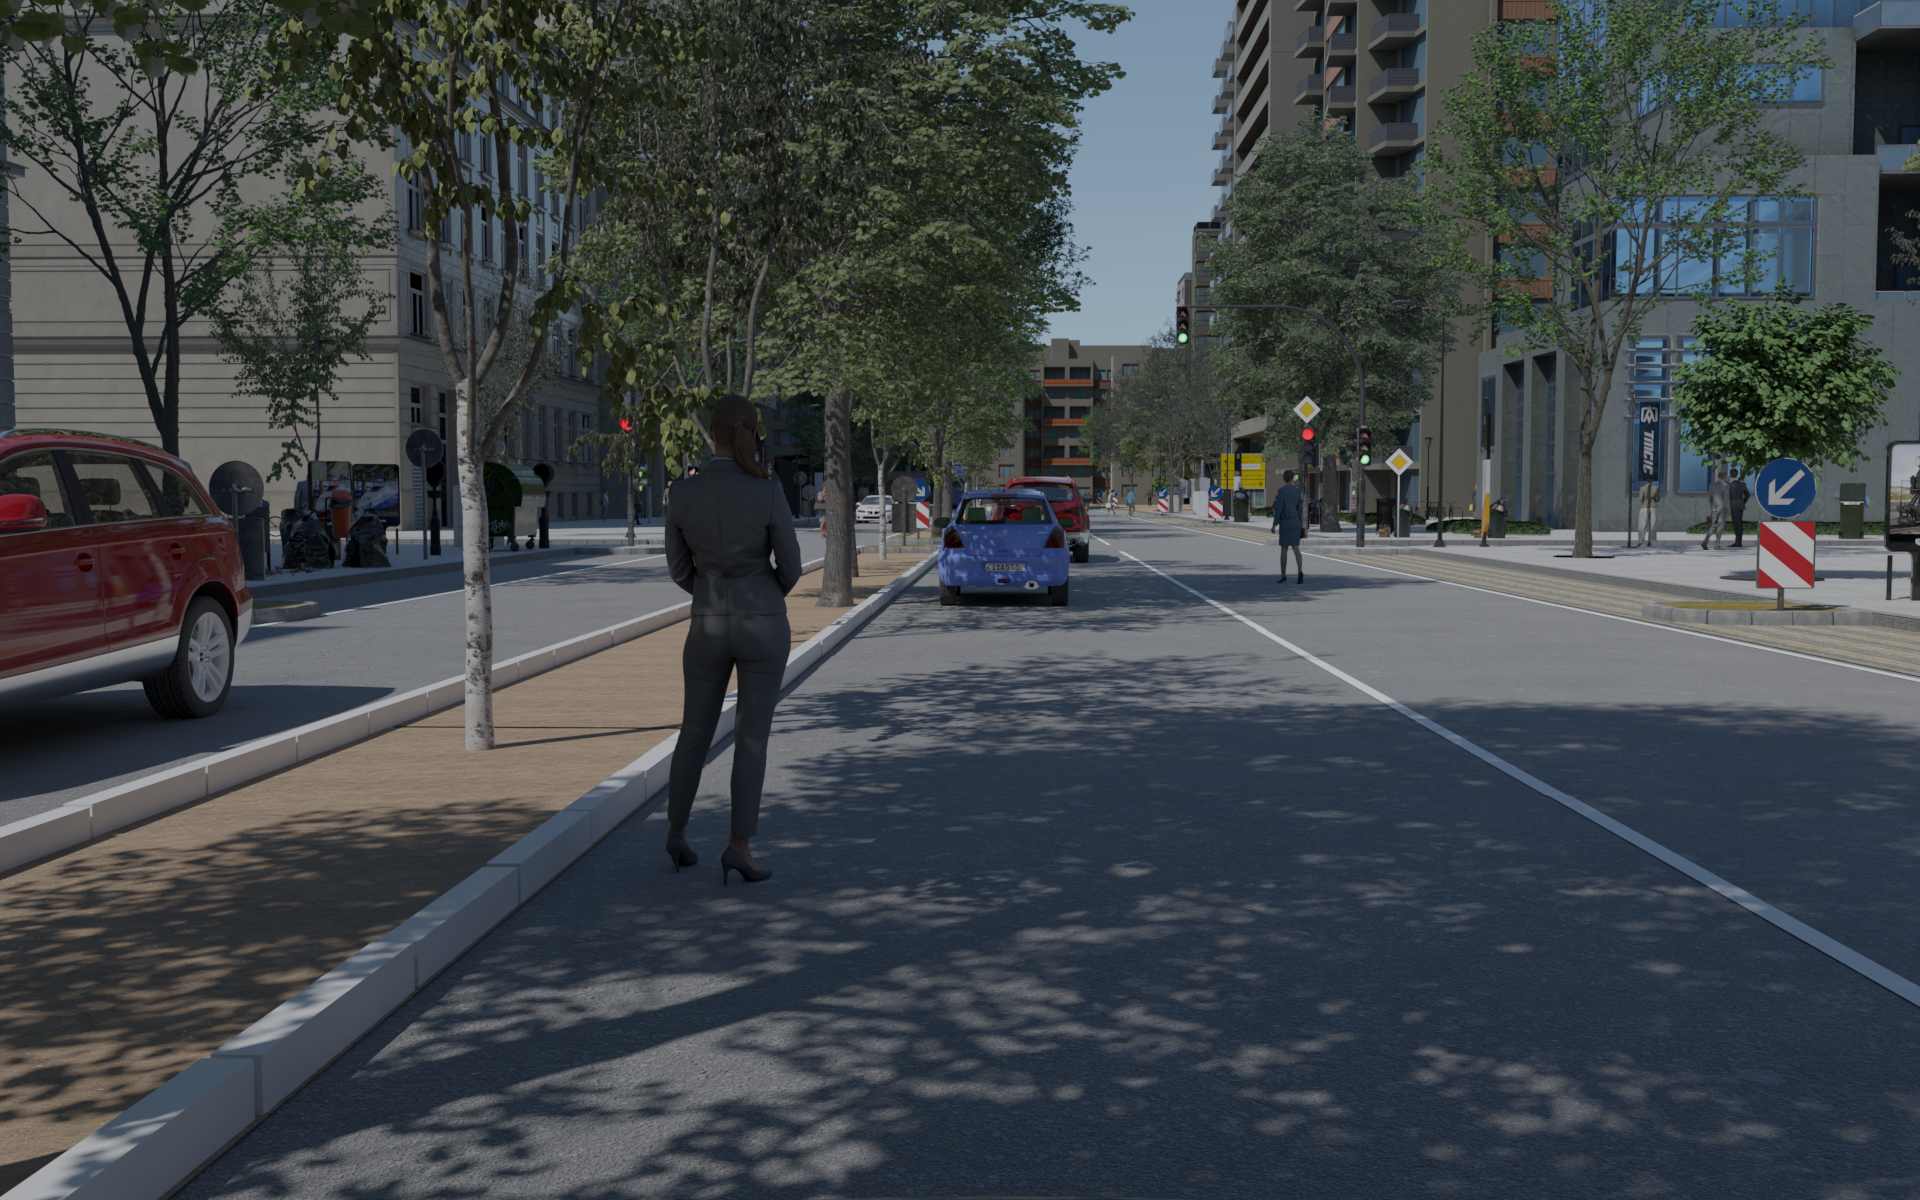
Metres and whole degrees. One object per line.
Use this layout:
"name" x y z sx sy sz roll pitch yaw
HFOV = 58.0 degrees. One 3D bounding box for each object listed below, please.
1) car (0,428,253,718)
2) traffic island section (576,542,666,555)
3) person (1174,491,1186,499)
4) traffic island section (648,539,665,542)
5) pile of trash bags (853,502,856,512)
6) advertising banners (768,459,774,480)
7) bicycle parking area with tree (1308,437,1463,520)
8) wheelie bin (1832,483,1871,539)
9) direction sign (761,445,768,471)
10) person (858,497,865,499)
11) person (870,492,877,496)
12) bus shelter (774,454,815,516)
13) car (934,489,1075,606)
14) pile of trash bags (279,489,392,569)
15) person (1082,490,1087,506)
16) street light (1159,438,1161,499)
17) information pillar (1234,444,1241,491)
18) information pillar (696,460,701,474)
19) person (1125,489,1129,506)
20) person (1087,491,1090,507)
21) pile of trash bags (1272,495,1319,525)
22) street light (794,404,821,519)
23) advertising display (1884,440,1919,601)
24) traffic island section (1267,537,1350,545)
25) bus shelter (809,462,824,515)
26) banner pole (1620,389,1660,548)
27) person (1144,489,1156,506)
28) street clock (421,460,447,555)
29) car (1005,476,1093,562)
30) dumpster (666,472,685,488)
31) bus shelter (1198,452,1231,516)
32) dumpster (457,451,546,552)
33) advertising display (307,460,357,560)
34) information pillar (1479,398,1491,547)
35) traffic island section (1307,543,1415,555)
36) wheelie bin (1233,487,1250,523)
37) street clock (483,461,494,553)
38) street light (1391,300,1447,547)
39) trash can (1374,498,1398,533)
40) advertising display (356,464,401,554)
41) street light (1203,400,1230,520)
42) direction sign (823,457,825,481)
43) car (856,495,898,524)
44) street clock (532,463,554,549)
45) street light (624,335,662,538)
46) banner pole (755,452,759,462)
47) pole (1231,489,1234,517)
"car" -5.852 -0.059 9.645 2.281 1.827 5.304 0 4 1
"traffic island section" -8.064 -1.229 42.375 2.009 0.180 2.903 0 4 2
"person" 17.169 -7.926 135.726 0.705 1.812 1.348 -3 4 -37
"traffic island section" -7.796 -1.717 50.355 2.009 0.180 2.903 0 4 2
"pile of trash bags" -8.901 -6.766 120.384 1.912 1.369 3.447 3 5 44
"advertising banners" -10.193 -5.468 85.594 2.074 3.025 0.090 -1 4 -16
"bicycle parking area with tree" 21.015 -6.136 87.321 8.231 4.147 9.016 1 4 13
"wheelie bin" 25.408 -2.536 49.378 0.980 1.594 0.693 2 4 30
"direction sign" -8.996 -5.374 79.859 0.379 3.537 0.876 1 4 12
"person" -8.192 -8.560 146.719 1.217 1.735 0.721 3 5 40
"person" -9.934 -11.904 200.685 1.348 1.823 0.705 -3 5 -44
"bus shelter" -9.853 -6.860 103.440 1.731 3.624 6.357 0 4 2
"car" 0.598 -0.851 23.511 1.945 1.707 3.694 0 4 1
"pile of trash bags" -11.273 -1.318 31.309 1.912 1.369 3.447 -1 4 -17
"person" 10.834 -8.668 150.740 0.721 1.766 1.217 -2 4 -28
"street light" 13.876 -9.306 124.700 1.470 5.913 1.316 0 4 2
"information pillar" 13.093 -5.522 81.640 0.183 3.616 0.504 -2 4 -25
"information pillar" -10.360 -4.673 67.760 0.504 3.616 0.183 2 4 33
"person" 17.998 -11.017 186.108 0.705 1.831 1.348 1 4 17
"person" 13.699 -10.835 186.371 0.721 1.743 1.217 3 5 44
"pile of trash bags" 14.142 -3.901 73.536 1.912 1.369 3.447 -1 4 -11
"street light" -7.922 -7.176 89.873 1.470 5.913 1.316 0 4 2
"advertising display" 11.628 -0.950 20.752 0.974 1.923 0.123 1 4 17
"traffic island section" 9.935 -1.681 49.757 2.009 0.180 2.903 0 4 2
"bus shelter" -8.400 -7.162 111.022 2.014 3.302 5.546 0 4 2
"banner pole" 16.256 -3.138 41.324 0.863 3.779 0.401 1 4 11
"person" 20.334 -10.965 185.457 1.348 1.807 0.705 2 4 30
"street clock" -10.988 -1.936 36.232 0.471 2.002 0.358 0 4 -2
"car" 1.779 -1.784 37.848 2.281 1.827 5.304 0 4 3
"dumpster" -10.925 -4.105 69.618 1.502 2.255 1.985 0 4 2
"bus shelter" 14.970 -6.660 100.175 1.731 3.624 6.357 0 4 2
"dumpster" -10.364 -2.242 39.158 1.502 2.255 1.985 0 4 2
"advertising display" -12.192 -1.734 33.567 0.123 1.923 0.974 2 4 30
"information pillar" 12.733 -3.091 41.900 0.183 3.616 0.504 0 4 6
"traffic island section" 9.667 -1.192 41.777 2.009 0.180 2.903 0 4 2
"wheelie bin" 12.680 -4.297 78.159 0.693 1.594 0.980 0 4 -7
"street clock" -10.360 -2.020 37.605 0.358 2.002 0.471 2 4 28
"street light" 11.026 -4.224 41.604 1.470 5.913 1.316 0 4 2
"trash can" 14.046 -2.782 57.134 0.748 1.137 0.748 0 3 0
"advertising display" -12.402 -1.932 36.797 0.974 1.923 0.123 -2 4 -32
"street light" 12.667 -6.912 85.547 1.470 5.913 1.316 0 4 2
"direction sign" -8.246 -6.962 105.829 0.379 3.537 0.876 -1 4 -19
"car" -4.022 -4.491 85.785 2.083 1.381 4.827 0 4 4
"street clock" -9.809 -2.216 40.795 0.471 2.002 0.358 1 4 15
"street light" -9.154 -4.784 50.764 1.470 5.913 1.316 0 4 2
"banner pole" -10.671 -6.083 89.466 0.401 3.779 0.863 3 5 43
"pole" 15.266 -6.301 96.862 0.158 3.312 0.155 0 3 0
